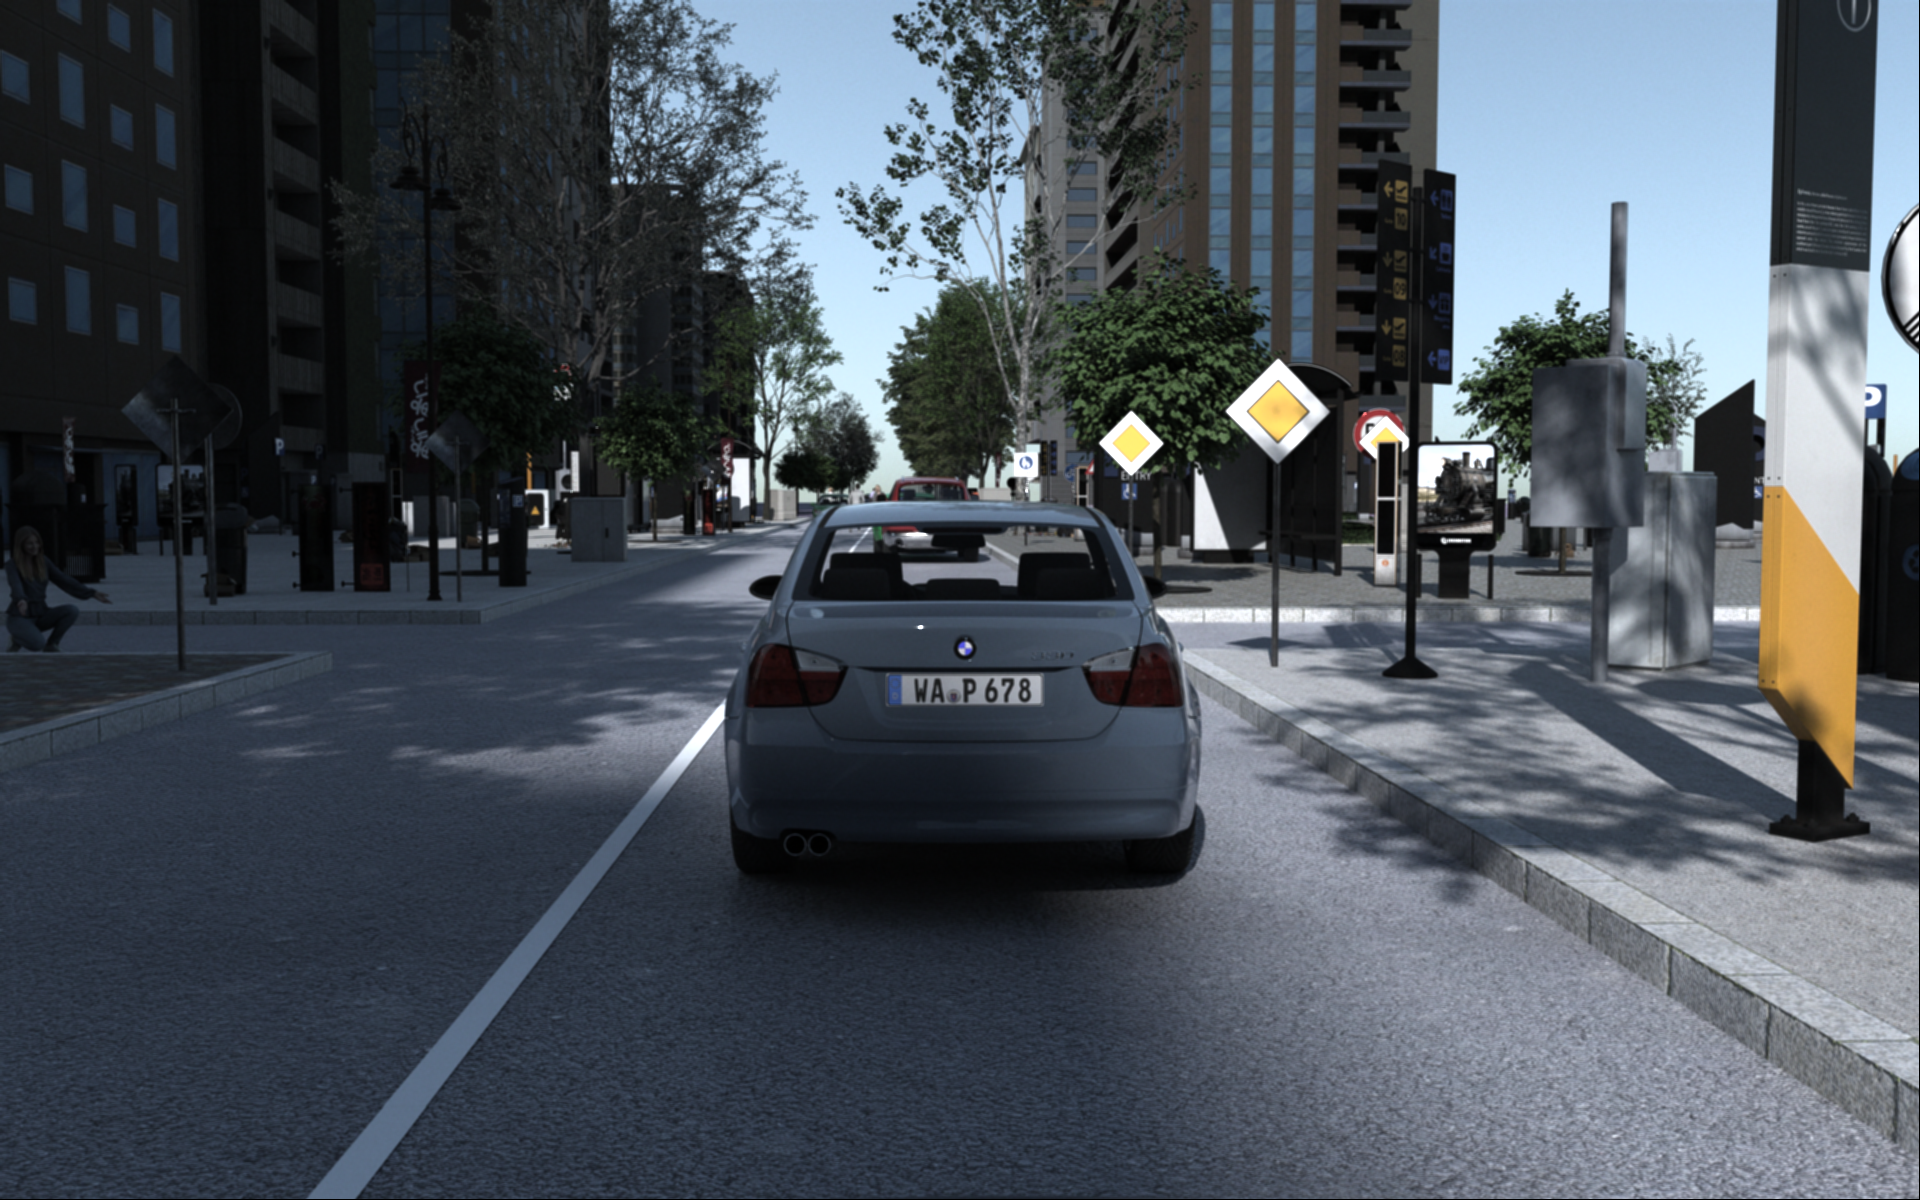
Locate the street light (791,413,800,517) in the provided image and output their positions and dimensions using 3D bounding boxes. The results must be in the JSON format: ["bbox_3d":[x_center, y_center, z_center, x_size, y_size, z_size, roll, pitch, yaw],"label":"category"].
[{"bbox_3d":[-9.181,-7.608,97.177,0.468,5.910,1.993,0,4,-2],"label":"street light"}]

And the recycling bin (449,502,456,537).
[{"bbox_3d":[-15.353,-2.456,52.707,0.722,1.027,0.722,2,4,30],"label":"recycling bin"}]

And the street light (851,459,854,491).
[{"bbox_3d":[-13.517,-14.974,217.617,0.468,5.910,1.993,0,4,-2],"label":"street light"}]

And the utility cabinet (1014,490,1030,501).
[{"bbox_3d":[3.349,-5.210,93.861,0.318,1.500,1.173,2,4,31],"label":"utility cabinet"}]

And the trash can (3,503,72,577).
[{"bbox_3d":[-14.081,-0.895,26.285,0.748,1.137,0.748,0,3,0],"label":"trash can"}]

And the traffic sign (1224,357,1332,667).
[{"bbox_3d":[2.334,-0.560,12.803,0.795,2.450,0.064,0,4,-2],"label":"traffic sign"}]

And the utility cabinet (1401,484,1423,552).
[{"bbox_3d":[9.756,-1.804,38.180,1.173,1.500,0.318,-1,4,-16],"label":"utility cabinet"}]

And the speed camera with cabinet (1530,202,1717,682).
[{"bbox_3d":[4.811,-1.110,12.479,0.660,3.252,2.038,3,5,43],"label":"speed camera with cabinet"}]

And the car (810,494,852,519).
[{"bbox_3d":[-5.442,-3.886,75.337,2.131,1.459,4.920,0,4,-3],"label":"car"}]

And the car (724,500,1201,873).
[{"bbox_3d":[-0.002,0.254,7.843,2.014,1.417,4.499,0,4,0],"label":"car"}]

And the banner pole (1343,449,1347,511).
[{"bbox_3d":[21.162,-6.453,95.527,0.401,3.779,0.863,3,5,43],"label":"banner pole"}]

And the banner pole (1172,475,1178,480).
[{"bbox_3d":[10.424,-5.721,83.557,0.401,3.779,0.863,-3,5,-41],"label":"banner pole"}]

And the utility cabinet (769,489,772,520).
[{"bbox_3d":[-10.149,-5.213,93.918,0.318,1.500,1.173,0,4,5],"label":"utility cabinet"}]

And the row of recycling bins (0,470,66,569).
[{"bbox_3d":[-17.185,-1.365,29.437,3.534,1.692,1.069,-2,4,-28],"label":"row of recycling bins"}]

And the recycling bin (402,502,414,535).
[{"bbox_3d":[-17.649,-2.609,55.214,0.722,1.027,0.722,0,4,3],"label":"recycling bin"}]

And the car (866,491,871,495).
[{"bbox_3d":[-11.340,-12.883,219.438,1.959,1.807,4.718,0,4,-3],"label":"car"}]

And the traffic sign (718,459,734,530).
[{"bbox_3d":[-8.399,-3.753,61.470,0.768,2.556,0.104,0,4,-2],"label":"traffic sign"}]

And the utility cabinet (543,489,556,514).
[{"bbox_3d":[-19.097,-4.370,80.127,0.318,1.500,1.173,-3,4,-39],"label":"utility cabinet"}]

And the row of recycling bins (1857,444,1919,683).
[{"bbox_3d":[6.954,-0.267,11.473,1.069,1.692,3.534,-1,4,-23],"label":"row of recycling bins"}]

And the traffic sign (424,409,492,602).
[{"bbox_3d":[-5.944,-1.032,20.516,0.795,2.450,0.064,0,4,-2],"label":"traffic sign"}]

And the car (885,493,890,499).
[{"bbox_3d":[-1.294,-2.125,43.545,1.959,1.807,4.718,0,4,-3],"label":"car"}]

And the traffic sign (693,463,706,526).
[{"bbox_3d":[-10.732,-4.308,70.541,0.768,2.556,0.104,0,4,3],"label":"traffic sign"}]

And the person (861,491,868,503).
[{"bbox_3d":[-8.798,-9.084,157.738,0.721,1.743,1.217,3,4,37],"label":"person"}]

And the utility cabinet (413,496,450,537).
[{"bbox_3d":[-15.839,-2.492,51.904,1.020,1.237,0.306,0,4,6],"label":"utility cabinet"}]

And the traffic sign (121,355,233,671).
[{"bbox_3d":[-5.655,-0.544,12.536,0.795,2.450,0.064,0,4,-2],"label":"traffic sign"}]

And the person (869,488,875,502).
[{"bbox_3d":[-5.899,-6.805,119.623,0.709,1.838,0.599,1,4,13],"label":"person"}]

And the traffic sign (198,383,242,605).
[{"bbox_3d":[-8.652,-1.216,19.991,0.768,2.556,0.104,0,4,8],"label":"traffic sign"}]

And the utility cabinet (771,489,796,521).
[{"bbox_3d":[-8.818,-4.817,87.439,1.173,1.500,0.318,-3,5,-42],"label":"utility cabinet"}]

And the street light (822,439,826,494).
[{"bbox_3d":[-10.562,-9.892,134.524,0.468,5.910,1.993,0,4,-2],"label":"street light"}]

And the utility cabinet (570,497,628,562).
[{"bbox_3d":[-6.831,-1.322,32.777,1.020,1.237,0.306,0,4,6],"label":"utility cabinet"}]

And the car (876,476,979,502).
[{"bbox_3d":[-0.684,-1.778,37.742,2.281,1.827,5.304,0,4,-3],"label":"car"}]

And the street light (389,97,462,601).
[{"bbox_3d":[-6.348,-2.933,20.745,0.468,5.910,1.993,0,4,-2],"label":"street light"}]

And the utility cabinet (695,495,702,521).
[{"bbox_3d":[-13.150,-4.696,87.935,0.306,1.237,1.020,1,4,17],"label":"utility cabinet"}]

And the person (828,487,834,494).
[{"bbox_3d":[-6.634,-4.933,89.378,0.641,1.798,0.478,-1,4,-20],"label":"person"}]

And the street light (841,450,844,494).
[{"bbox_3d":[-12.200,-12.690,180.267,0.468,5.910,1.993,0,4,-2],"label":"street light"}]

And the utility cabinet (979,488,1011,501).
[{"bbox_3d":[1.214,-3.200,60.993,1.173,1.500,0.318,-2,4,-32],"label":"utility cabinet"}]

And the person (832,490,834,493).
[{"bbox_3d":[-7.507,-5.680,102.298,0.756,1.711,0.436,3,4,37],"label":"person"}]

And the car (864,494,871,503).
[{"bbox_3d":[-9.788,-10.920,190.538,2.014,1.417,4.499,0,4,-2],"label":"car"}]

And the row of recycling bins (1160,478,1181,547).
[{"bbox_3d":[5.737,-2.136,42.030,1.069,1.692,3.534,-2,4,-26],"label":"row of recycling bins"}]

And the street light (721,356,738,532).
[{"bbox_3d":[-7.729,-5.219,58.118,0.468,5.910,1.993,0,4,-2],"label":"street light"}]

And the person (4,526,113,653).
[{"bbox_3d":[-8.063,-0.083,15.364,0.738,1.151,1.012,2,4,31],"label":"person"}]

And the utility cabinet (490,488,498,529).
[{"bbox_3d":[-16.722,-3.334,63.197,0.318,1.500,1.173,-3,5,-44],"label":"utility cabinet"}]

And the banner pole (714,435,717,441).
[{"bbox_3d":[-10.206,-5.128,73.859,0.863,3.779,0.401,1,4,17],"label":"banner pole"}]

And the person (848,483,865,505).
[{"bbox_3d":[-3.905,-3.476,65.185,0.661,1.843,0.795,1,4,13],"label":"person"}]

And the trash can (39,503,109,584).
[{"bbox_3d":[-12.667,-0.814,24.962,0.748,1.137,0.748,0,3,0],"label":"trash can"}]

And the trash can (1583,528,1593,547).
[{"bbox_3d":[15.438,-1.854,41.962,0.748,1.137,0.748,0,3,0],"label":"trash can"}]

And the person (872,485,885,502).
[{"bbox_3d":[-3.143,-3.588,67.351,0.537,1.800,0.526,0,4,1],"label":"person"}]

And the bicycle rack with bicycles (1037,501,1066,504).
[{"bbox_3d":[3.493,-4.394,85.216,2.925,0.926,2.852,-1,4,-17],"label":"bicycle rack with bicycles"}]

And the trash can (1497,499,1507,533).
[{"bbox_3d":[16.834,-2.620,54.488,0.748,1.137,0.748,0,3,0],"label":"trash can"}]

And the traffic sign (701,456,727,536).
[{"bbox_3d":[-7.465,-3.141,52.538,0.795,2.450,0.064,0,4,1],"label":"traffic sign"}]

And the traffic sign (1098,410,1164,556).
[{"bbox_3d":[2.046,-1.048,20.783,0.795,2.450,0.064,0,4,-2],"label":"traffic sign"}]
